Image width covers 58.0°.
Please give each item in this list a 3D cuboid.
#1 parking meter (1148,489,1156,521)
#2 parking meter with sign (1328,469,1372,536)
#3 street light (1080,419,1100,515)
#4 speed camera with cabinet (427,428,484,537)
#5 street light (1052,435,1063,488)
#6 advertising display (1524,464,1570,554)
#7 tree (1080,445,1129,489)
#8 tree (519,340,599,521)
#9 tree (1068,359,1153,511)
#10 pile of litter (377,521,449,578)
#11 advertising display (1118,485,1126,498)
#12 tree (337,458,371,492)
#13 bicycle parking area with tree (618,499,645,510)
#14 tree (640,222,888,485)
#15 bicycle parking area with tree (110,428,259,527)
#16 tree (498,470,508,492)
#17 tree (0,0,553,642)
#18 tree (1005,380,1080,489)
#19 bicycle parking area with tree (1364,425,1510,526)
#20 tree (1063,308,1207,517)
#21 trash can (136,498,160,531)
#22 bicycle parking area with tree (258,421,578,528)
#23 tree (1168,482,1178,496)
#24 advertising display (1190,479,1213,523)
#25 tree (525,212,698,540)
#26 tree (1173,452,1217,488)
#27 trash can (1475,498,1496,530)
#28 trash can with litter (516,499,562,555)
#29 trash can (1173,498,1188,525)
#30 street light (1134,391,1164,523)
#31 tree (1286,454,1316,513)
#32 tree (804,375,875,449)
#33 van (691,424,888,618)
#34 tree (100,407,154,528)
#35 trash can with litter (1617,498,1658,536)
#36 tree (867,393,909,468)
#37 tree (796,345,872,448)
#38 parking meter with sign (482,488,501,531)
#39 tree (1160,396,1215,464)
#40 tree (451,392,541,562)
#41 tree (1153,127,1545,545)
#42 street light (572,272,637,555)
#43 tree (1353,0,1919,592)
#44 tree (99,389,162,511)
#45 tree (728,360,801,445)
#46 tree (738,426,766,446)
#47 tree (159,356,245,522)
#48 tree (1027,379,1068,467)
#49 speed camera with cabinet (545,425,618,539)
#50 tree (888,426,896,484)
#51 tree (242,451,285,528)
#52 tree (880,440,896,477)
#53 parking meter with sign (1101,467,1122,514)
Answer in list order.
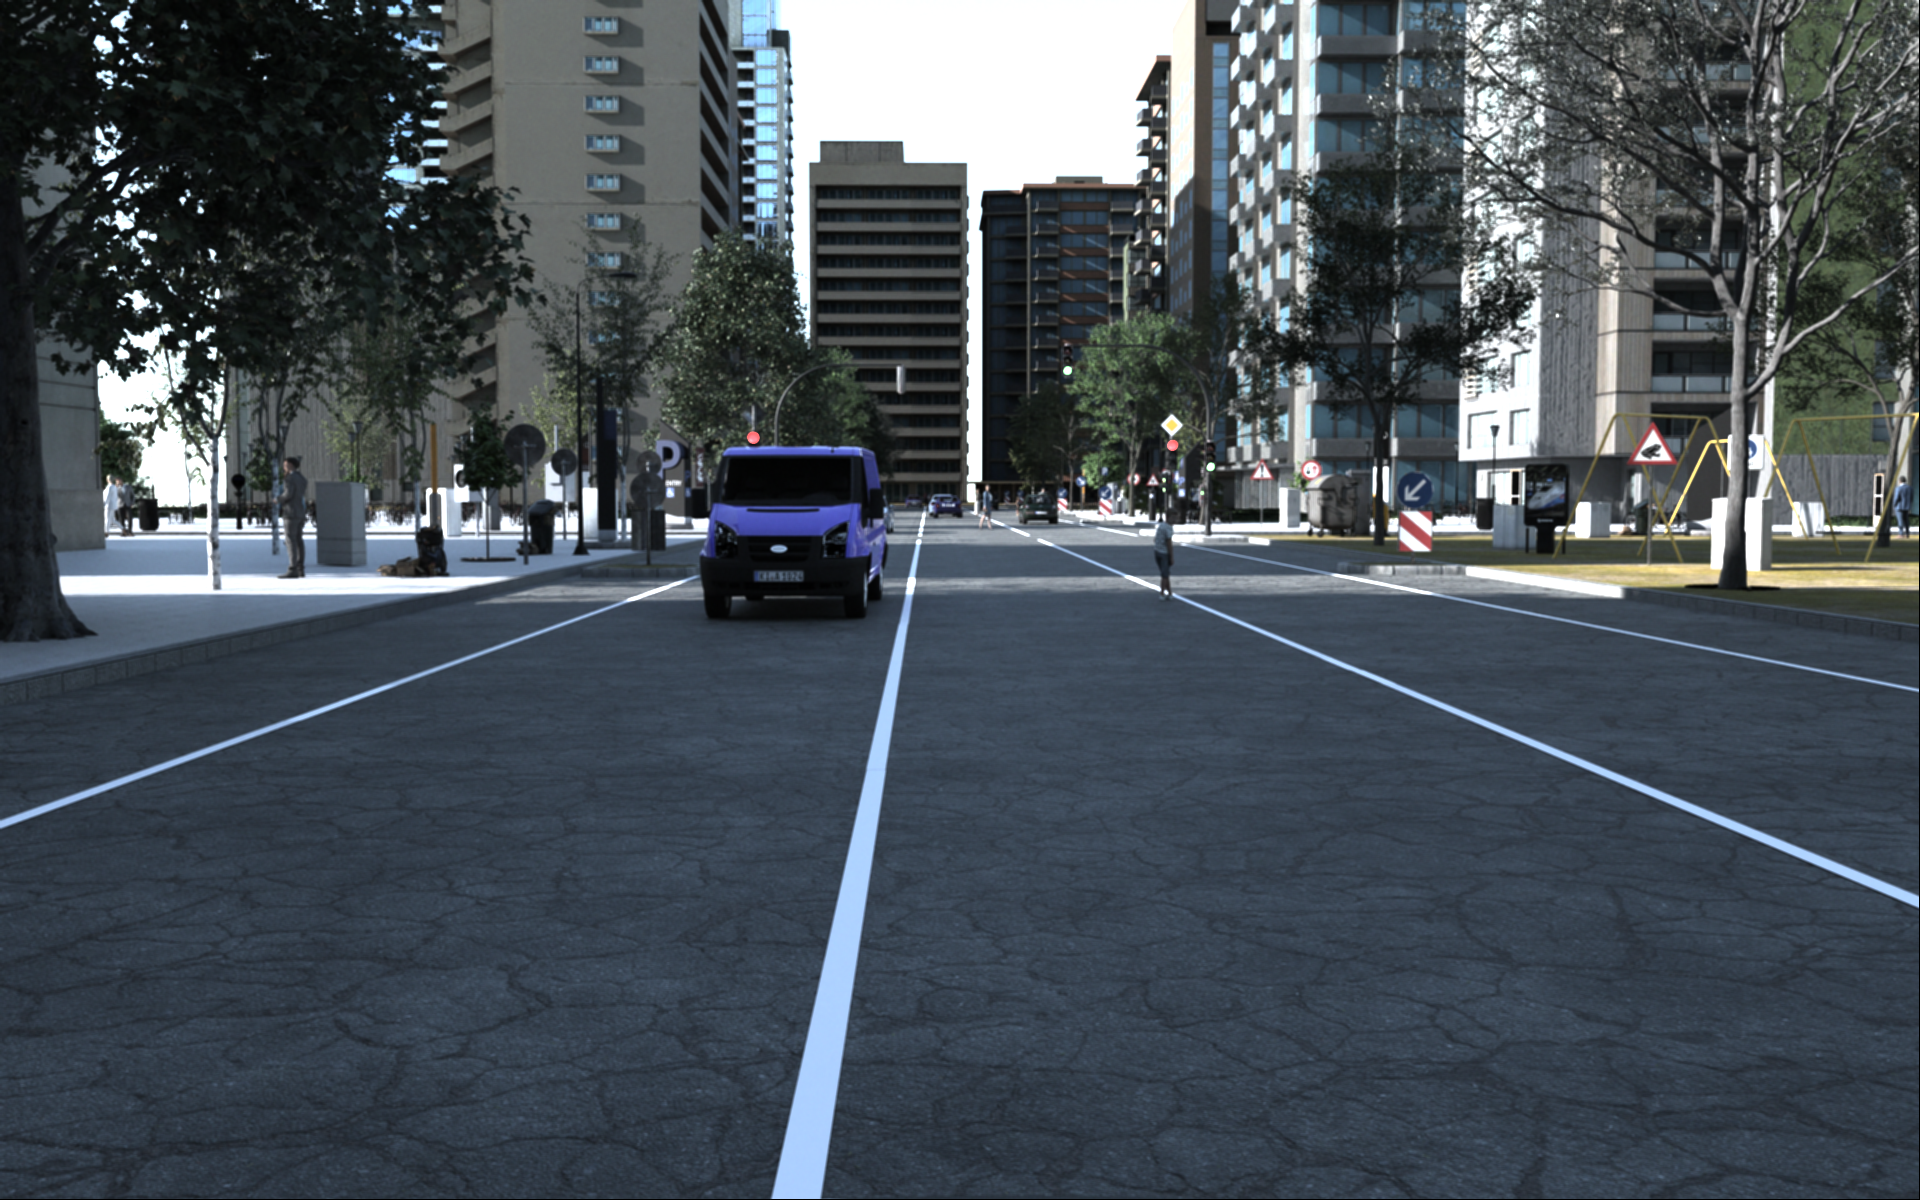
[{"bbox_3d":[9.137,-4.517,82.257,0.372,1.533,0.369,0,3,0],"label":"parking meter"},{"bbox_3d":[12.344,-3.514,53.721,1.738,3.016,0.543,0,4,-3],"label":"parking meter with sign"},{"bbox_3d":[8.054,-8.213,106.817,1.470,5.913,1.316,0,4,-1],"label":"street light"},{"bbox_3d":[-15.068,-3.504,51.620,2.038,3.252,0.660,3,4,37],"label":"speed camera with cabinet"},{"bbox_3d":[7.496,-9.969,135.539,1.470,5.913,1.316,0,4,-1],"label":"street light"},{"bbox_3d":[12.634,-1.964,37.321,0.123,1.923,0.974,-3,5,-43],"label":"advertising display"},{"bbox_3d":[9.642,-8.036,115.097,4.285,4.588,4.351,0,3,0],"label":"tree"},{"bbox_3d":[-18.888,-8.102,82.831,4.737,8.622,4.395,0,3,0],"label":"tree"},{"bbox_3d":[10.177,-8.320,70.437,7.601,10.594,8.767,3,5,40],"label":"tree"},{"bbox_3d":[-8.583,-0.811,27.232,1.176,0.858,1.719,0,4,-3],"label":"pile of litter"},{"bbox_3d":[11.583,-7.164,122.340,0.123,1.923,0.974,-3,5,-40],"label":"advertising display"},{"bbox_3d":[-32.663,-6.066,93.778,1.663,3.219,1.824,0,3,0],"label":"tree"},{"bbox_3d":[-20.884,-7.775,114.126,8.231,4.147,9.016,0,4,-4],"label":"bicycle parking area with tree"},{"bbox_3d":[-9.125,-9.562,73.350,9.611,12.733,9.660,0,3,0],"label":"tree"},{"bbox_3d":[-31.087,-5.230,72.509,8.231,4.147,9.016,0,4,2],"label":"bicycle parking area with tree"},{"bbox_3d":[-32.351,-8.271,118.951,4.285,4.588,4.351,0,3,0],"label":"tree"},{"bbox_3d":[-8.467,-6.000,15.100,9.611,12.733,9.660,0,3,0],"label":"tree"},{"bbox_3d":[8.227,-15.497,171.502,7.486,12.596,7.792,0,3,0],"label":"tree"},{"bbox_3d":[19.733,-5.202,72.052,8.231,4.147,9.016,0,4,5],"label":"bicycle parking area with tree"},{"bbox_3d":[9.722,-10.409,95.941,9.928,11.665,9.643,0,3,0],"label":"tree"},{"bbox_3d":[-28.161,-2.964,60.110,0.748,1.137,0.748,0,3,0],"label":"trash can"},{"bbox_3d":[-21.142,-4.981,68.443,8.231,4.147,9.016,1,4,17],"label":"bicycle parking area with tree"},{"bbox_3d":[16.419,-8.424,132.327,1.663,3.219,1.824,0,3,0],"label":"tree"},{"bbox_3d":[10.619,-4.346,76.268,0.974,1.923,0.123,0,4,5],"label":"advertising display"},{"bbox_3d":[-8.946,-5.763,44.583,4.360,8.622,3.978,0,3,0],"label":"tree"},{"bbox_3d":[16.474,-8.489,122.508,4.285,4.588,4.351,0,3,0],"label":"tree"},{"bbox_3d":[18.639,-3.046,61.450,0.748,1.137,0.748,0,3,0],"label":"trash can"},{"bbox_3d":[-8.929,-1.546,36.658,0.624,1.170,1.055,1,4,15],"label":"trash can with litter"},{"bbox_3d":[9.106,-3.684,71.895,0.748,1.137,0.748,0,3,0],"label":"trash can"},{"bbox_3d":[8.540,-6.456,78.094,1.470,5.913,1.316,0,4,-1],"label":"street light"},{"bbox_3d":[16.554,-5.357,82.189,1.663,3.219,1.824,0,3,0],"label":"tree"},{"bbox_3d":[-10.810,-14.027,147.460,7.486,12.596,7.792,0,3,0],"label":"tree"},{"bbox_3d":[-1.996,-1.065,21.803,2.240,2.365,5.245,0,4,0],"label":"van"},{"bbox_3d":[-32.050,-4.970,64.978,4.285,4.588,4.351,0,3,0],"label":"tree"},{"bbox_3d":[20.648,-2.533,52.801,1.055,1.170,0.624,0,4,-7],"label":"trash can with litter"},{"bbox_3d":[-11.137,-18.322,209.936,12.009,13.543,11.850,0,3,0],"label":"tree"},{"bbox_3d":[-9.750,-11.909,120.474,9.928,11.665,9.643,0,3,0],"label":"tree"},{"bbox_3d":[-16.651,-3.976,61.272,0.543,3.016,1.738,-2,4,-30],"label":"parking meter with sign"},{"bbox_3d":[16.747,-10.892,128.445,4.737,8.622,4.395,0,3,0],"label":"tree"},{"bbox_3d":[-9.056,-2.352,33.064,1.663,3.219,1.824,0,3,0],"label":"tree"},{"bbox_3d":[10.749,-6.656,43.240,7.601,10.594,8.767,-3,5,-45],"label":"tree"},{"bbox_3d":[-7.452,-3.903,36.358,1.470,5.913,1.316,0,4,-1],"label":"street light"},{"bbox_3d":[10.587,-6.889,23.001,12.009,13.543,11.850,0,3,0],"label":"tree"},{"bbox_3d":[-64.801,-13.542,123.232,13.155,14.587,18.604,-1,4,-18],"label":"tree"},{"bbox_3d":[-9.865,-8.505,89.423,4.360,8.622,3.978,0,3,0],"label":"tree"},{"bbox_3d":[-10.256,-8.862,95.252,4.737,8.622,4.395,0,3,0],"label":"tree"},{"bbox_3d":[-35.293,-7.910,79.687,4.737,8.622,4.395,0,3,0],"label":"tree"},{"bbox_3d":[8.506,-11.824,127.740,7.601,10.594,8.767,-2,4,-25],"label":"tree"},{"bbox_3d":[-10.860,-3.388,49.724,2.038,3.252,0.660,1,4,17],"label":"speed camera with cabinet"},{"bbox_3d":[-10.756,-15.583,171.793,9.611,12.733,9.660,0,3,0],"label":"tree"},{"bbox_3d":[-26.482,-4.380,66.219,1.663,3.219,1.824,0,3,0],"label":"tree"},{"bbox_3d":[-11.552,-16.095,197.566,8.767,10.594,7.601,0,4,-1],"label":"tree"},{"bbox_3d":[9.776,-7.031,111.212,0.543,3.016,1.738,-2,4,-34],"label":"parking meter with sign"}]
